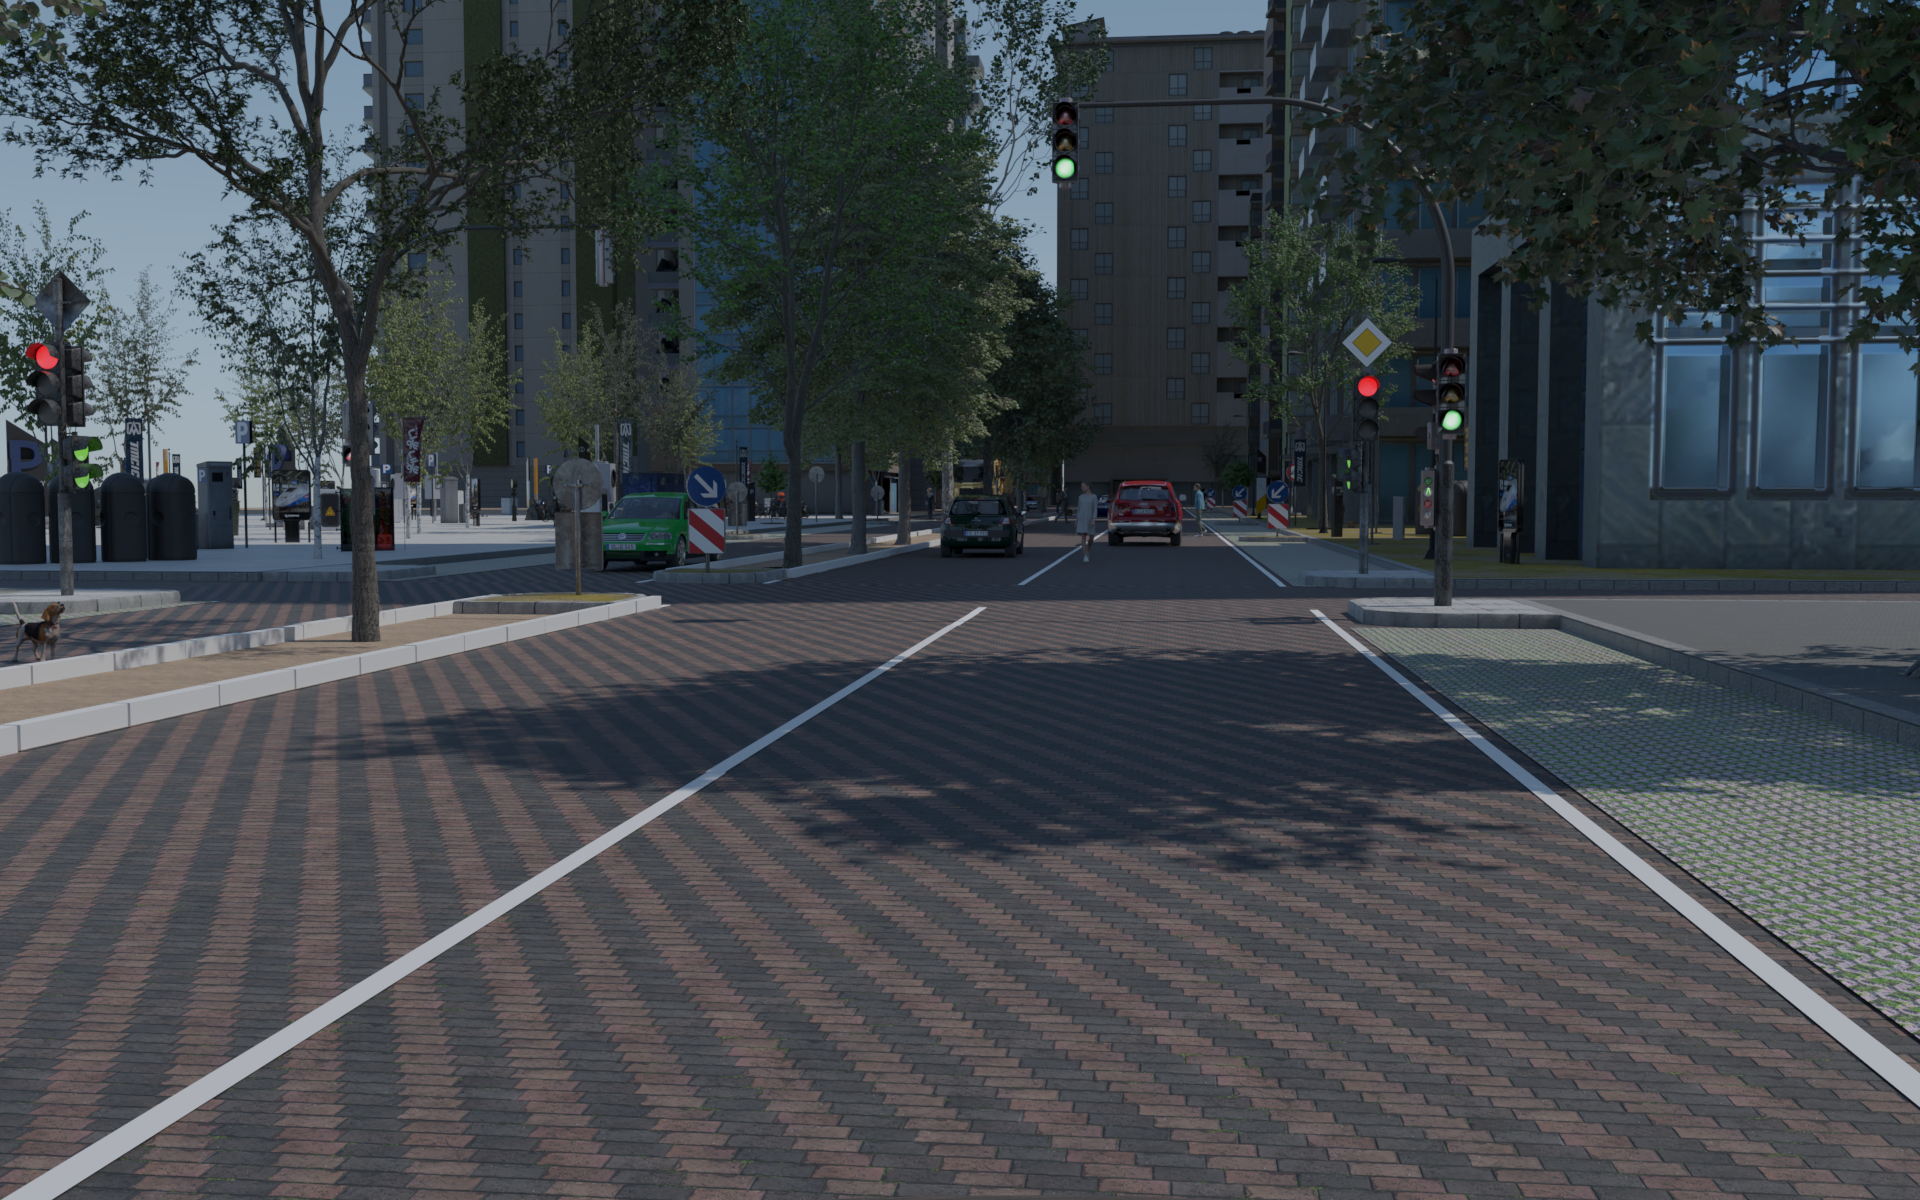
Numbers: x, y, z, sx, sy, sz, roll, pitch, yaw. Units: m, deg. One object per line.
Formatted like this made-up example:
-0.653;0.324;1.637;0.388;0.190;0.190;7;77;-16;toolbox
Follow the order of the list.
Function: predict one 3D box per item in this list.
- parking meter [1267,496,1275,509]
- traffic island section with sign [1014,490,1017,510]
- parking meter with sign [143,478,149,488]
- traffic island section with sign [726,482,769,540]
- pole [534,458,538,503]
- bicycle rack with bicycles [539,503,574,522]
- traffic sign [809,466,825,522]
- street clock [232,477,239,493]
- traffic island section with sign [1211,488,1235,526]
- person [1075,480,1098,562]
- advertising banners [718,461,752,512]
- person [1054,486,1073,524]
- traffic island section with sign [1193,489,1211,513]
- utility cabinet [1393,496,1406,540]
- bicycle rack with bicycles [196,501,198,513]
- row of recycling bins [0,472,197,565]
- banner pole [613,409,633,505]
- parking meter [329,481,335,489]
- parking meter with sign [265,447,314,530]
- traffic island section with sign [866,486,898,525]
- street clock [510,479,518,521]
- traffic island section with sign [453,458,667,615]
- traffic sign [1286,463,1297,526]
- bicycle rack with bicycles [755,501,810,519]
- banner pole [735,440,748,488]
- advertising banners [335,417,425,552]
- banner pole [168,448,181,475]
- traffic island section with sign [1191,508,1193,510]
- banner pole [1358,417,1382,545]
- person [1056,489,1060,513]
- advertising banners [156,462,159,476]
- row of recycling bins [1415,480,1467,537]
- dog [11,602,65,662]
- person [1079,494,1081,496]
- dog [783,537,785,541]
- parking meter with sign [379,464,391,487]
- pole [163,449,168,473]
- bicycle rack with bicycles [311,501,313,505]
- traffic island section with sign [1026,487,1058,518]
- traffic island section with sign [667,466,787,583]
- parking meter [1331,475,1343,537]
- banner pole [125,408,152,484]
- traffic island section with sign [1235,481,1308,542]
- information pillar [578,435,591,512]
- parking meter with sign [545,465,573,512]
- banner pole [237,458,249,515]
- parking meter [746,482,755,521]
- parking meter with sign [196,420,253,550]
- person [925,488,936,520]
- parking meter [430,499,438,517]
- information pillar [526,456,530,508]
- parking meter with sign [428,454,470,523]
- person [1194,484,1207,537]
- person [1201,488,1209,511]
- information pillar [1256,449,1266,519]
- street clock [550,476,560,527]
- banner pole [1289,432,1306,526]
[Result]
15.156;-4.644;84.332;0.372;1.533;0.369;0;3;0;parking meter
5.269;-9.149;158.215;1.989;1.847;2.006;0;4;7;traffic island section with sign
-39.252;-5.343;83.612;1.738;3.016;0.543;-2;4;-23;parking meter with sign
-7.095;-2.808;54.543;1.989;1.847;2.006;0;4;7;traffic island section with sign
-24.263;-6.436;99.074;0.158;3.312;0.155;0;3;0;pole
-18.032;-4.097;80.366;2.925;0.926;2.852;-1;4;-21;bicycle rack with bicycles
-6.534;-4.812;78.774;0.768;2.556;0.104;1;4;14;traffic sign
-31.528;-4.325;75.291;0.471;2.002;0.358;3;5;43;street clock
12.627;-4.306;79.030;1.989;1.847;2.006;0;4;7;traffic island section with sign
2.685;-1.693;36.930;0.466;1.731;0.760;0;4;-6;person
-11.923;-5.828;91.467;2.074;3.025;0.090;1;4;16;advertising banners
5.026;-4.635;84.243;0.822;1.834;0.622;1;4;21;person
18.566;-7.358;128.936;1.989;1.847;2.006;0;4;7;traffic island section with sign
12.452;-2.319;49.083;0.306;1.237;1.020;1;4;17;utility cabinet
-37.835;-4.452;86.173;2.852;0.926;2.925;-3;4;-36;bicycle rack with bicycles
-16.247;-1.563;32.669;3.534;1.692;1.069;-3;5;-44;row of recycling bins
-9.921;-3.719;50.829;0.863;3.779;0.401;2;4;27;banner pole
-28.041;-4.383;77.380;0.255;1.863;0.399;-1;4;-17;parking meter
-23.828;-4.016;61.926;1.738;3.016;0.543;-2;4;-33;parking meter with sign
-3.895;-4.445;81.308;1.989;1.847;2.006;0;4;7;traffic island section with sign
-20.999;-4.709;81.564;0.358;2.002;0.471;-2;4;-29;street clock
-4.922;-0.811;21.395;2.006;1.907;1.989;0;4;7;traffic island section with sign
13.594;-4.283;70.128;0.768;2.556;0.104;1;4;11;traffic sign
-9.507;-4.628;89.051;2.925;0.926;2.852;1;4;22;bicycle rack with bicycles
-10.202;-5.541;80.604;0.863;3.779;0.401;-3;5;-44;banner pole
-13.060;-2.625;39.102;2.074;3.025;0.090;-3;5;-39;advertising banners
-43.095;-6.418;94.959;0.401;3.779;0.863;3;4;38;banner pole
21.752;-8.995;155.703;1.989;1.847;2.006;0;4;7;traffic island section with sign
10.407;-3.318;44.272;0.401;3.779;0.863;-2;4;-25;banner pole
7.547;-7.600;132.846;0.705;1.814;1.350;0;4;-1;person
-43.415;-5.936;93.236;0.090;3.025;2.074;0;4;-6;advertising banners
15.110;-2.852;53.735;1.069;1.692;3.534;0;4;-6;row of recycling bins
-7.863;0.276;14.782;0.540;0.507;0.406;-1;4;-10;dog
10.117;-8.166;145.278;0.557;1.426;1.065;1;4;17;person
-5.133;-2.004;52.952;0.550;0.427;0.748;0;4;0;dog
-33.740;-6.433;101.447;0.543;3.016;1.738;-2;4;-29;parking meter with sign
-35.928;-5.170;78.379;0.158;3.312;0.155;0;3;0;pole
-33.234;-4.745;90.966;2.925;0.926;2.852;1;4;11;bicycle rack with bicycles
4.845;-5.824;103.363;2.006;1.907;1.989;0;4;7;traffic island section with sign
-4.036;-1.261;28.749;2.006;1.907;1.989;0;4;7;traffic island section with sign
11.246;-2.809;51.638;0.255;1.863;0.399;0;4;-6;parking meter
-23.782;-3.687;50.307;0.863;3.779;0.401;-2;4;-30;banner pole
9.433;-2.669;52.264;1.989;1.847;2.006;0;4;7;traffic island section with sign
-14.978;-4.755;69.094;0.504;3.616;0.183;0;4;-6;information pillar
-23.734;-6.518;102.828;1.738;3.016;0.543;2;4;26;parking meter with sign
-43.961;-7.094;105.995;0.401;3.779;0.863;1;4;19;banner pole
-9.839;-4.629;81.388;0.399;1.863;0.255;-2;4;-28;parking meter
-17.425;-2.703;40.453;0.543;3.016;1.738;2;4;32;parking meter with sign
-1.664;-5.429;97.690;0.534;1.772;0.576;2;4;27;person
-30.122;-5.709;99.055;0.399;1.863;0.255;0;4;2;parking meter
-26.836;-7.114;107.669;0.183;3.616;0.504;-2;4;-28;information pillar
-22.434;-4.883;76.094;0.543;3.016;1.738;3;5;43;parking meter with sign
8.037;-3.005;57.977;0.444;1.785;0.601;2;4;31;person
18.604;-7.603;132.439;1.348;1.869;0.705;3;4;37;person
15.442;-5.961;88.814;0.504;3.616;0.183;0;4;6;information pillar
-15.719;-3.850;67.526;0.358;2.002;0.471;2;4;32;street clock
13.470;-4.859;69.469;0.863;3.779;0.401;0;4;3;banner pole
